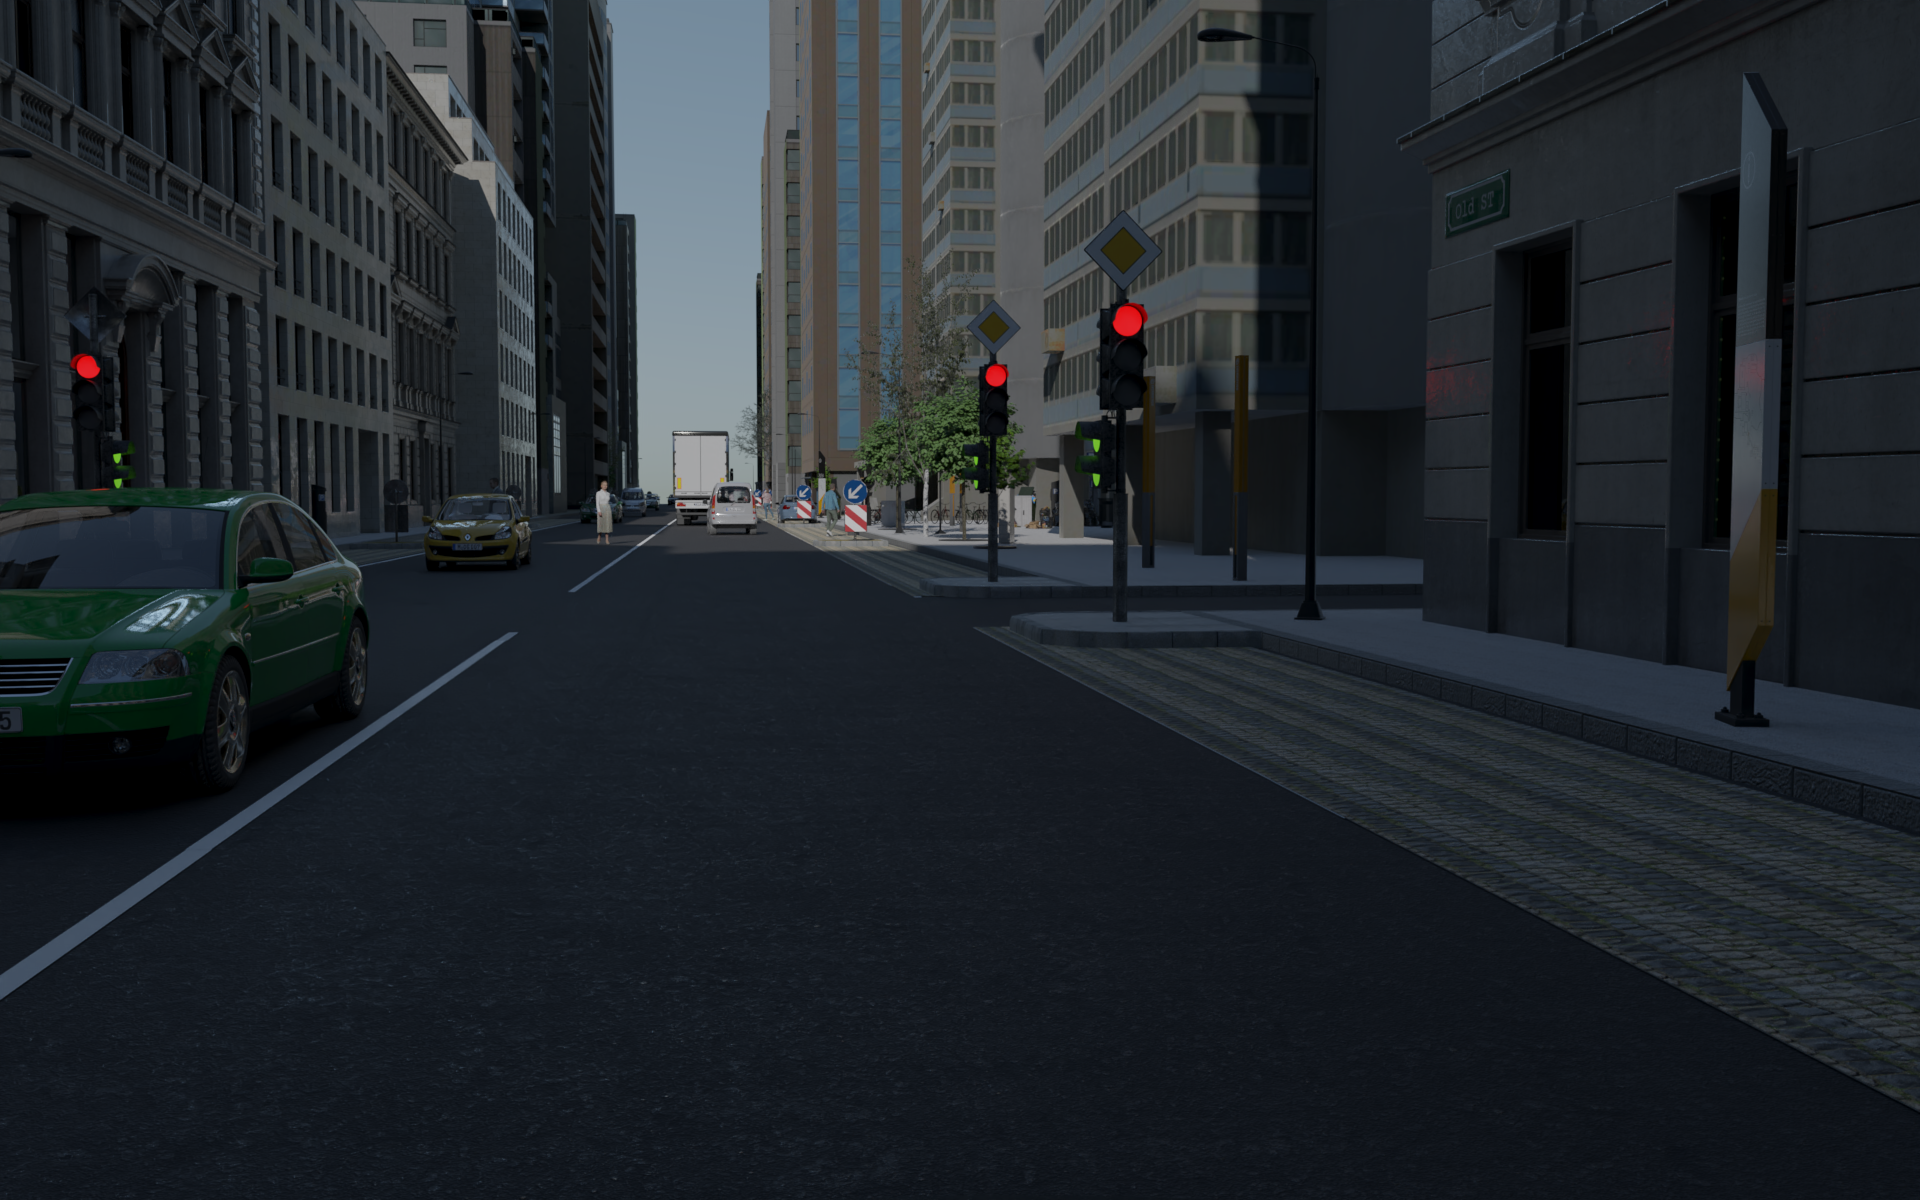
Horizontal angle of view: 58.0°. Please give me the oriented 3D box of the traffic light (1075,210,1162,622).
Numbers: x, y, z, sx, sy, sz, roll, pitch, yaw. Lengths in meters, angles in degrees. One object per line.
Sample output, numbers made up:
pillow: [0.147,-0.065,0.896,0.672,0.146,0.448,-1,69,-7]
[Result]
traffic light: [1.590,-1.736,17.310,0.839,4.253,0.868,0,4,-8]

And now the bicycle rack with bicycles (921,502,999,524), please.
bicycle rack with bicycles: [0.385,-3.708,74.003,2.852,0.926,2.925,-2,4,-28]

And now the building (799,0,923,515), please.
building: [-3.095,-28.279,112.476,14.600,45.320,14.200,0,4,-8]

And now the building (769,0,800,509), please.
building: [-7.171,-37.907,161.786,21.231,58.520,28.212,0,4,-8]

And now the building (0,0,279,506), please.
building: [-20.209,-12.388,31.422,11.050,23.489,19.941,0,4,-8]

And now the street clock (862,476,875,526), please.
street clock: [-3.680,-3.989,69.794,0.471,2.002,0.358,1,4,12]

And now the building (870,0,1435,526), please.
building: [10.966,-24.357,90.124,32.217,40.220,23.993,0,4,-8]

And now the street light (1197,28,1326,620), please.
street light: [3.052,-2.750,17.506,1.470,5.913,1.316,0,4,-8]

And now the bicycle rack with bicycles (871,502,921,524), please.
bicycle rack with bicycles: [-2.860,-3.765,74.938,2.925,0.926,2.852,-1,4,-16]

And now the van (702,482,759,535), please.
van: [-8.187,-3.364,62.014,2.013,2.044,4.112,-1,4,-10]

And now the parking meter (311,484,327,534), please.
parking meter: [-16.657,-2.239,45.023,0.372,1.533,0.369,0,3,0]

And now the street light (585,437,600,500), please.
street light: [-30.021,-10.322,141.309,1.470,5.913,1.316,0,4,-8]

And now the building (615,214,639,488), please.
building: [-53.016,-34.338,245.020,14.154,41.232,14.086,0,4,-8]

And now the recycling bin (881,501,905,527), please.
recycling bin: [-2.584,-3.324,66.895,0.722,1.027,0.722,1,4,21]

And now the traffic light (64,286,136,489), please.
traffic light: [-11.675,-2.113,23.474,0.839,4.253,0.868,0,4,-8]

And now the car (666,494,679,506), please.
car: [-35.975,-12.753,218.295,2.009,1.686,4.222,-1,4,-9]

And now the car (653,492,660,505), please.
car: [-41.838,-13.862,236.228,1.945,1.707,3.694,-1,4,-8]

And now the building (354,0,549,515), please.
building: [-32.582,-20.291,103.453,14.160,30.474,14.107,0,4,-8]

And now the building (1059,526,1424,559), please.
building: [15.315,-21.422,42.123,23.993,40.220,32.217,0,4,-8]

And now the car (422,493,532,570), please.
car: [-9.384,-1.445,33.845,2.015,1.641,3.980,-1,4,-9]

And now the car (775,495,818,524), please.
car: [-7.710,-4.274,81.875,2.014,1.417,4.499,0,4,-8]

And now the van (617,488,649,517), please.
van: [-20.851,-6.322,110.375,2.013,2.044,4.112,-1,4,-10]

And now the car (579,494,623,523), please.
car: [-17.777,-4.536,85.963,2.131,1.459,4.920,0,4,-7]

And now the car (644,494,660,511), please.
car: [-26.932,-8.422,149.502,2.131,1.459,4.920,0,4,-8]

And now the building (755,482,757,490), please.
building: [-13.141,-33.999,247.764,32.217,40.220,23.993,0,4,-8]

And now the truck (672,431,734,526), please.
truck: [-12.208,-5.713,82.325,2.839,4.237,11.283,0,4,-7]

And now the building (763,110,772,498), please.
building: [-15.313,-33.574,199.053,14.600,45.320,14.200,0,4,-8]

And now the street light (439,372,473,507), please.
street light: [-19.175,-5.707,65.850,1.470,5.913,1.316,0,4,-8]

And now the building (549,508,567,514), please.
building: [-39.597,-49.591,123.483,22.319,86.520,31.000,0,4,-8]

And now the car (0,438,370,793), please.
car: [-4.550,-0.049,9.603,1.959,1.807,4.718,0,4,-7]

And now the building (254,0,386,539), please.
building: [-23.401,-11.943,50.012,10.420,20.320,16.860,0,4,-8]

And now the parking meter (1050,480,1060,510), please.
parking meter: [3.962,-4.063,72.147,0.399,1.863,0.255,0,4,0]

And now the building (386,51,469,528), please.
building: [-25.925,-12.433,67.911,10.561,19.102,19.286,0,4,-8]

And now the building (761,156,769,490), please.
building: [-17.388,-32.388,213.142,14.154,41.232,14.086,0,4,-8]

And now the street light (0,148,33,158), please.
street light: [-13.152,-3.107,23.338,1.470,5.913,1.316,0,4,-8]

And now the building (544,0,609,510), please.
building: [-42.380,-32.258,151.126,21.300,48.544,21.600,0,4,-8]

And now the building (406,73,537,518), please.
building: [-27.561,-14.209,87.065,10.420,20.320,16.860,0,4,-8]

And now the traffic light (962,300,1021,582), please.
traffic light: [0.462,-2.220,25.216,0.839,4.253,0.868,0,4,-8]

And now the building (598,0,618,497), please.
building: [-49.711,-39.767,192.195,21.231,58.520,28.212,0,4,-8]

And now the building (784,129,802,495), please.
building: [-7.331,-22.603,141.261,14.160,30.474,14.107,0,4,-8]

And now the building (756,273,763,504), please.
building: [-19.693,-27.869,227.355,14.160,30.474,14.107,0,4,-8]

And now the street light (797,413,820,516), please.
street light: [-8.589,-7.746,99.190,1.470,5.913,1.316,0,4,-8]

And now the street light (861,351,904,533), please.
street light: [-2.507,-5.122,56.294,1.470,5.913,1.316,0,4,-8]

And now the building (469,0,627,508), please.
building: [-54.039,-55.535,220.676,22.319,86.520,31.000,0,4,-8]

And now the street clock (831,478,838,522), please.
street clock: [-5.818,-4.614,80.016,0.358,2.002,0.471,-1,4,-10]
